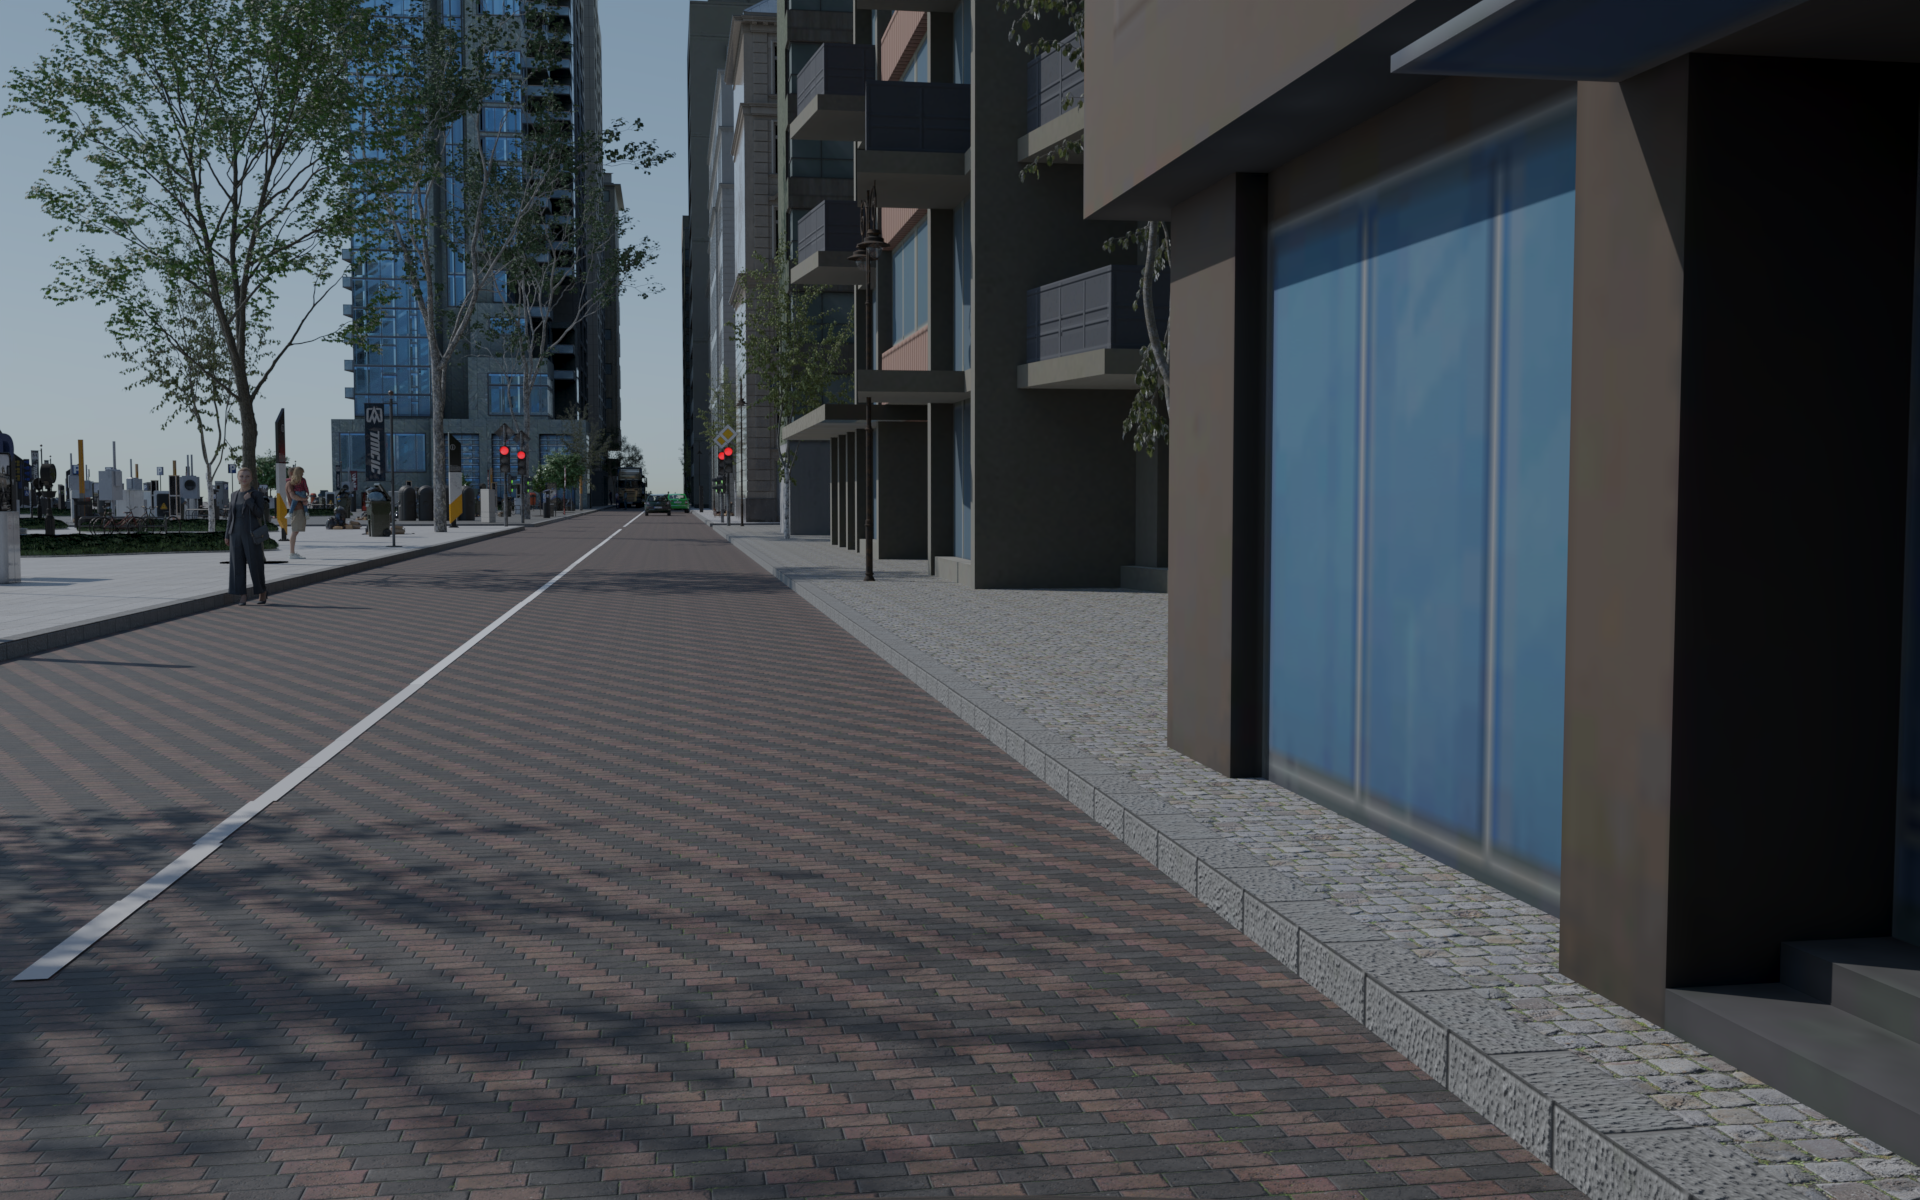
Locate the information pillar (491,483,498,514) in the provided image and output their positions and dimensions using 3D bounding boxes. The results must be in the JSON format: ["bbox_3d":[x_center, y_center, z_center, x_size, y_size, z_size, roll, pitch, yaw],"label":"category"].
[{"bbox_3d":[-29.613,-6.464,110.183,0.304,2.012,0.304,0,4,-3],"label":"information pillar"}]

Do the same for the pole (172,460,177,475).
[{"bbox_3d":[-47.289,-6.759,104.350,0.158,3.312,0.155,0,3,0],"label":"pole"}]

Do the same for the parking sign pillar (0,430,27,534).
[{"bbox_3d":[-30.598,-4.080,55.181,1.447,3.967,1.447,0,4,-5],"label":"parking sign pillar"}]

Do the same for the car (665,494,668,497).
[{"bbox_3d":[-36.094,-12.319,210.217,1.959,1.807,4.718,0,4,-8],"label":"car"}]

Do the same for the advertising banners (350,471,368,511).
[{"bbox_3d":[-44.479,-8.151,129.449,2.074,3.025,0.090,-1,4,-19],"label":"advertising banners"}]

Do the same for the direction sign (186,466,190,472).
[{"bbox_3d":[-62.905,-9.124,141.175,0.379,3.537,0.876,0,4,-4],"label":"direction sign"}]

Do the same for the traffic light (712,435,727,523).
[{"bbox_3d":[-10.659,-5.415,77.459,0.839,4.253,0.868,-1,4,-10],"label":"traffic light"}]

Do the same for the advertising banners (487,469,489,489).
[{"bbox_3d":[-33.630,-7.824,124.102,0.090,3.025,2.074,0,4,-3],"label":"advertising banners"}]

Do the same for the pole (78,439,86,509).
[{"bbox_3d":[-32.800,-4.333,64.691,0.158,3.312,0.155,0,3,0],"label":"pole"}]

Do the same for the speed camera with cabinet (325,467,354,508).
[{"bbox_3d":[-45.740,-8.155,127.663,2.038,3.252,0.660,1,4,14],"label":"speed camera with cabinet"}]

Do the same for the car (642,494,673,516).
[{"bbox_3d":[-20.053,-6.429,114.907,2.009,1.686,4.222,-1,4,-10],"label":"car"}]

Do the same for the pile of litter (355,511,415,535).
[{"bbox_3d":[-18.165,-2.513,55.048,1.719,0.858,1.176,-2,4,-26],"label":"pile of litter"}]

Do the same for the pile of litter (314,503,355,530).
[{"bbox_3d":[-22.342,-3.001,63.039,1.176,0.858,1.719,3,5,41],"label":"pile of litter"}]

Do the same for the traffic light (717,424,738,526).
[{"bbox_3d":[-9.327,-4.934,69.585,0.839,4.253,0.868,-1,4,-10],"label":"traffic light"}]

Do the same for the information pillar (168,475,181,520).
[{"bbox_3d":[-30.405,-3.827,67.067,0.304,2.012,0.304,0,4,2],"label":"information pillar"}]

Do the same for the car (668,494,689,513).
[{"bbox_3d":[-21.503,-7.500,131.425,1.959,1.807,4.718,-1,4,-11],"label":"car"}]

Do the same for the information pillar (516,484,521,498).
[{"bbox_3d":[-31.824,-7.367,124.946,0.304,2.012,0.304,-1,4,-9],"label":"information pillar"}]

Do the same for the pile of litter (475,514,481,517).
[{"bbox_3d":[-27.677,-5.068,96.823,1.719,0.858,1.176,1,4,15],"label":"pile of litter"}]

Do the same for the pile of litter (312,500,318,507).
[{"bbox_3d":[-45.206,-6.532,120.769,1.176,0.858,1.719,-1,4,-18],"label":"pile of litter"}]

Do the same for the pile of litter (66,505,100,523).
[{"bbox_3d":[-39.000,-3.868,77.210,1.719,0.858,1.176,-1,4,-15],"label":"pile of litter"}]

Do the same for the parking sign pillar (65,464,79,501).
[{"bbox_3d":[-71.145,-9.218,139.187,1.447,3.967,1.447,-3,4,-39],"label":"parking sign pillar"}]

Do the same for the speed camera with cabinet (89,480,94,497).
[{"bbox_3d":[-58.026,-7.483,116.690,2.038,3.252,0.660,-1,4,-14],"label":"speed camera with cabinet"}]

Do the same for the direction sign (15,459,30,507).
[{"bbox_3d":[-60.205,-7.292,111.227,0.876,3.537,0.379,-2,4,-33],"label":"direction sign"}]

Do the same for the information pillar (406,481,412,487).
[{"bbox_3d":[-30.832,-5.656,96.961,0.304,2.012,0.304,-1,4,-17],"label":"information pillar"}]

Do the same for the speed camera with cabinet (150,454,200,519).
[{"bbox_3d":[-38.989,-5.619,86.211,2.038,3.252,0.660,-1,4,-11],"label":"speed camera with cabinet"}]

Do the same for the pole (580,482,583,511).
[{"bbox_3d":[-29.358,-8.582,134.157,0.158,3.312,0.155,0,3,0],"label":"pole"}]

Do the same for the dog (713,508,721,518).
[{"bbox_3d":[-13.282,-4.772,94.860,0.406,0.507,0.540,0,4,4],"label":"dog"}]

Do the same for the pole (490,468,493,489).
[{"bbox_3d":[-36.575,-8.647,135.220,0.158,3.312,0.155,0,3,0],"label":"pole"}]

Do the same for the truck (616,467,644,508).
[{"bbox_3d":[-34.701,-11.828,182.294,2.839,4.237,11.283,-1,4,-10],"label":"truck"}]

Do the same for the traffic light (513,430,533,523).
[{"bbox_3d":[-19.196,-5.326,76.003,0.839,4.253,0.868,-1,4,-10],"label":"traffic light"}]

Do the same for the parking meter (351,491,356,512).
[{"bbox_3d":[-43.326,-7.052,123.715,0.372,1.533,0.369,0,3,0],"label":"parking meter"}]

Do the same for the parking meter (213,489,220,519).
[{"bbox_3d":[-28.692,-3.560,66.620,0.372,1.533,0.369,0,3,0],"label":"parking meter"}]

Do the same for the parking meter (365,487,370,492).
[{"bbox_3d":[-47.833,-8.208,139.904,0.399,1.863,0.255,-1,4,-21],"label":"parking meter"}]

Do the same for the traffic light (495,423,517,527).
[{"bbox_3d":[-17.864,-4.845,68.130,0.839,4.253,0.868,-1,4,-10],"label":"traffic light"}]

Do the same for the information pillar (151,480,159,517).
[{"bbox_3d":[-42.250,-5.286,90.917,0.304,2.012,0.304,0,4,-3],"label":"information pillar"}]

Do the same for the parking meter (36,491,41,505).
[{"bbox_3d":[-72.066,-7.773,135.498,0.372,1.533,0.369,0,3,0],"label":"parking meter"}]

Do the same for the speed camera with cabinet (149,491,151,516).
[{"bbox_3d":[-45.816,-6.287,97.121,2.038,3.252,0.660,2,4,26],"label":"speed camera with cabinet"}]

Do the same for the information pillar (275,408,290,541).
[{"bbox_3d":[-18.393,-3.400,46.939,0.183,3.616,0.504,0,4,1],"label":"information pillar"}]

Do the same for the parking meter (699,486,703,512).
[{"bbox_3d":[-18.059,-7.047,120.934,0.255,1.863,0.399,0,4,-6],"label":"parking meter"}]

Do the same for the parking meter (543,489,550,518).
[{"bbox_3d":[-22.031,-5.130,92.281,0.372,1.533,0.369,0,3,0],"label":"parking meter"}]

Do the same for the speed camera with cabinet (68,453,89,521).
[{"bbox_3d":[-42.448,-5.439,83.256,0.660,3.252,2.038,-2,4,-29],"label":"speed camera with cabinet"}]

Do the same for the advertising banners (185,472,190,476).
[{"bbox_3d":[-61.693,-8.627,137.245,2.074,3.025,0.090,2,4,28],"label":"advertising banners"}]

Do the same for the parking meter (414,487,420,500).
[{"bbox_3d":[-42.712,-7.986,136.276,0.399,1.863,0.255,3,4,36],"label":"parking meter"}]

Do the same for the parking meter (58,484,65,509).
[{"bbox_3d":[-53.054,-5.907,102.288,0.399,1.863,0.255,3,5,40],"label":"parking meter"}]

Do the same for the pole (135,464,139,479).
[{"bbox_3d":[-55.538,-7.528,116.919,0.158,3.312,0.155,0,3,0],"label":"pole"}]

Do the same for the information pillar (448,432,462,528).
[{"bbox_3d":[-19.200,-4.556,65.841,0.504,3.616,0.183,-3,4,-37],"label":"information pillar"}]

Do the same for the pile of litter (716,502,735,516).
[{"bbox_3d":[-13.557,-5.281,100.311,1.176,0.858,1.719,-2,4,-34],"label":"pile of litter"}]

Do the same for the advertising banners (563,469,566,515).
[{"bbox_3d":[-24.219,-6.717,106.013,0.090,3.025,2.074,-1,4,-16],"label":"advertising banners"}]
